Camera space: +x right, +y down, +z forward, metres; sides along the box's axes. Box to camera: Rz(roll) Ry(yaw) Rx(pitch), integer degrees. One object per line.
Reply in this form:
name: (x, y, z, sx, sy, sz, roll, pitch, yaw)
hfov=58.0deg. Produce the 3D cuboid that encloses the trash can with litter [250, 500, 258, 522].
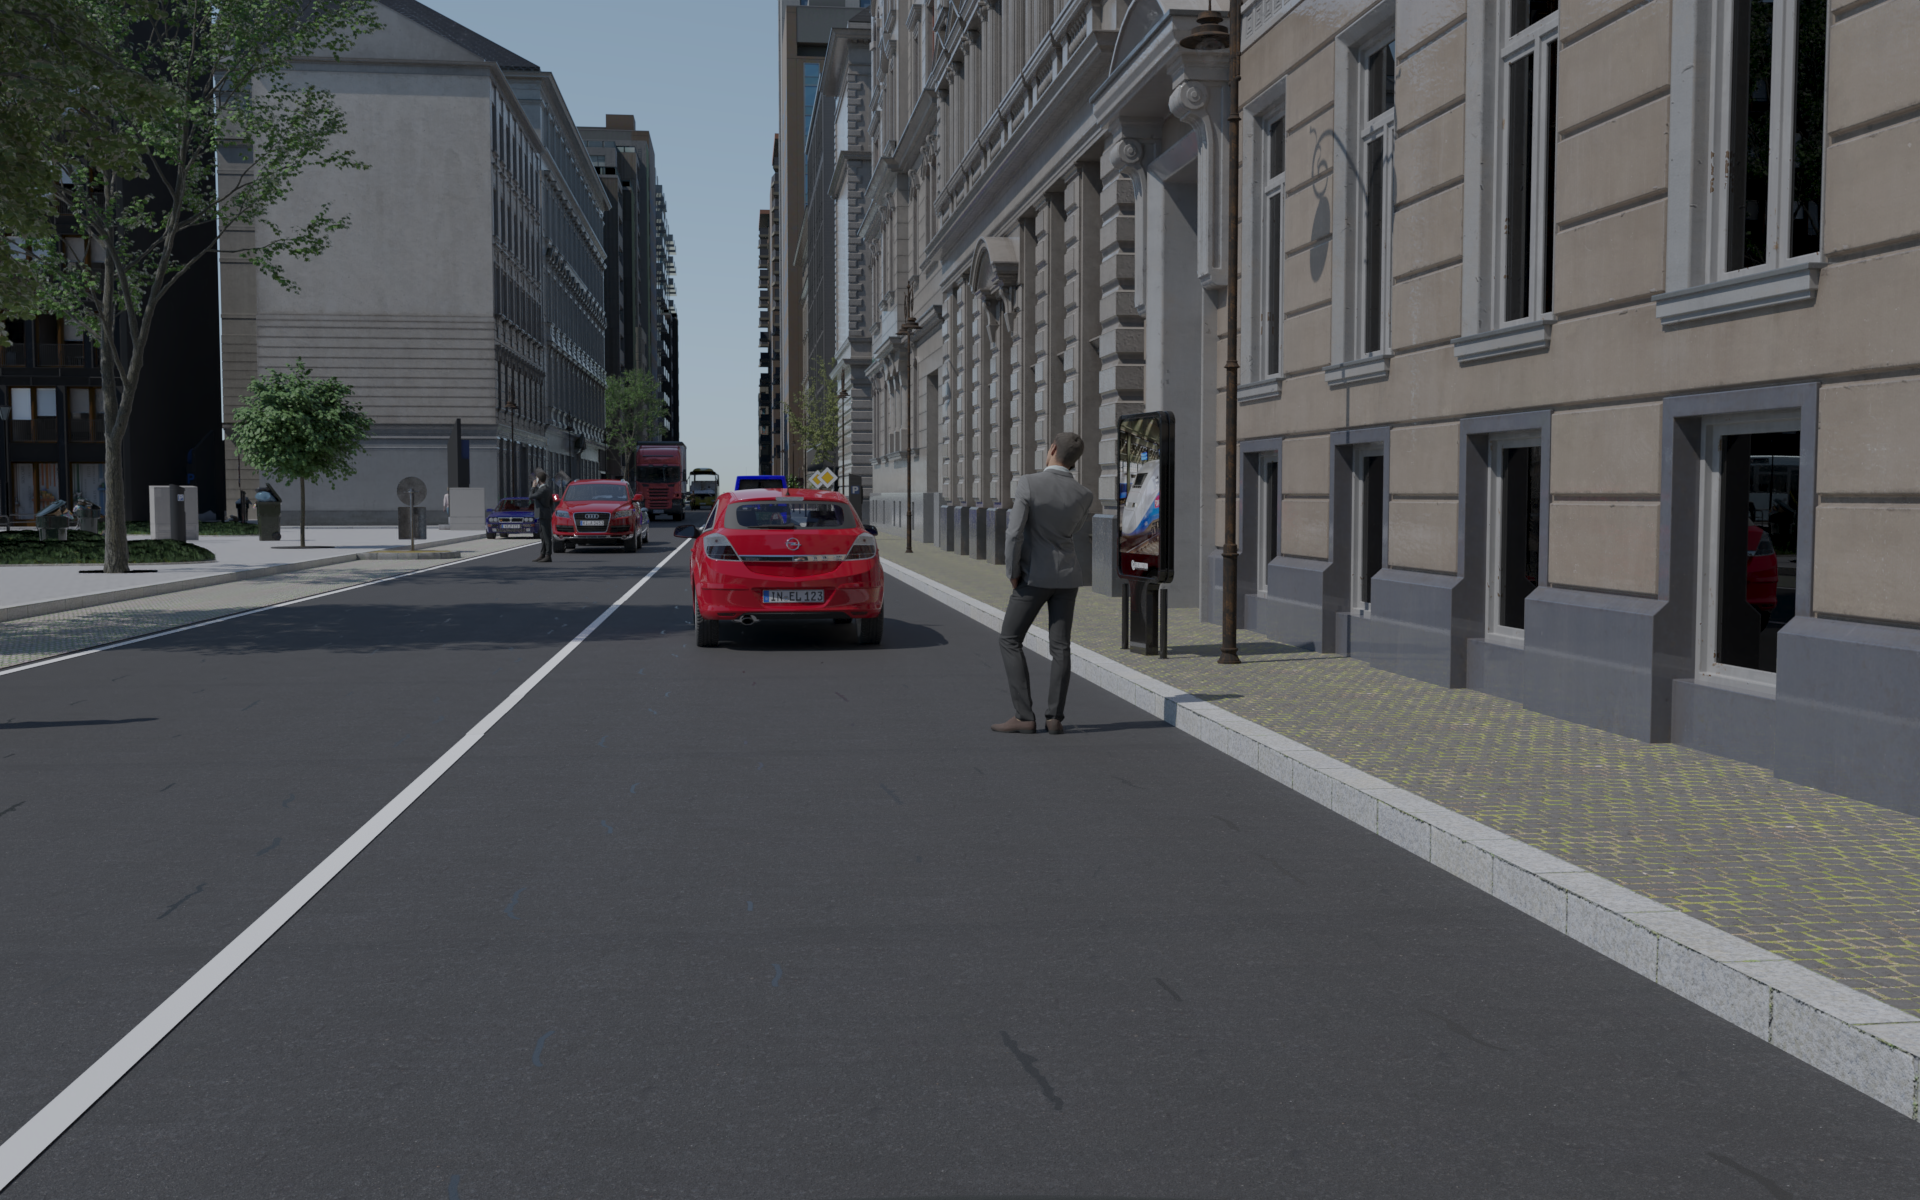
trash can with litter: (-23.802, -2.923, 59.172, 0.624, 1.170, 1.055, -1, 4, -21)

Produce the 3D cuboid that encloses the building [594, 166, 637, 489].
building: (-35.858, -23.231, 151.527, 14.160, 30.474, 14.107, 0, 4, -7)

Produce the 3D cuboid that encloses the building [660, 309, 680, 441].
building: (-50.282, -30.169, 264.956, 14.160, 30.474, 14.107, 0, 4, -7)

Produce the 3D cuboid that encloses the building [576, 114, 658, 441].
building: (-43.759, -34.122, 208.013, 14.600, 45.320, 14.200, 0, 4, -7)

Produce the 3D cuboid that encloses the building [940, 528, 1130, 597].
building: (5.466, -12.337, 30.588, 11.050, 23.489, 19.941, 0, 4, -7)

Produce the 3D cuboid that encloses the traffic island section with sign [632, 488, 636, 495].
traffic island section with sign: (-22.636, -6.830, 120.303, 1.989, 1.847, 2.006, 0, 4, -7)

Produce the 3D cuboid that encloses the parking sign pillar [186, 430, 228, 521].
parking sign pillar: (-31.676, -5.125, 72.263, 1.447, 3.967, 1.447, 1, 4, 12)

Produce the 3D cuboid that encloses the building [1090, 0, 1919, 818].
building: (9.460, -13.754, 10.782, 13.634, 28.700, 20.117, 0, 4, -7)

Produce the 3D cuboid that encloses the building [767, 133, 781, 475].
building: (-11.467, -33.895, 208.809, 22.147, 44.769, 28.867, 0, 4, -7)

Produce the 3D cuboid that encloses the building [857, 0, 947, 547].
building: (4.254, -16.220, 52.595, 14.401, 28.519, 23.554, 0, 4, -7)

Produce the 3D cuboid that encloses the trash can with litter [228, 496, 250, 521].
trash can with litter: (-33.559, -4.237, 80.670, 0.624, 1.170, 1.055, 1, 4, 21)

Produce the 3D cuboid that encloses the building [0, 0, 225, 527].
building: (-41.034, -14.834, 72.217, 15.834, 23.373, 12.332, 0, 4, -7)

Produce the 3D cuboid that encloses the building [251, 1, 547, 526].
building: (-24.521, -13.999, 78.040, 9.793, 20.994, 18.267, 0, 4, -7)

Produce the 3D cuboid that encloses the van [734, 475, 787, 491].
van: (-6.781, -3.339, 58.973, 2.240, 2.365, 5.245, 0, 4, -7)

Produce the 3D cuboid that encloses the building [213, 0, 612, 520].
building: (-31.745, -20.295, 108.242, 17.030, 29.872, 44.131, 0, 4, -7)

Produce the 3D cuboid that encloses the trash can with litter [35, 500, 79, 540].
trash can with litter: (-18.182, -1.400, 34.275, 0.624, 1.170, 1.055, 3, 5, 40)

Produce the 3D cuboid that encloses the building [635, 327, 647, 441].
building: (-45.919, -20.014, 172.273, 27.650, 21.520, 28.899, 0, 4, -7)

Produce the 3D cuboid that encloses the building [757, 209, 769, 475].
building: (-19.271, -37.126, 261.637, 22.147, 44.769, 28.867, 0, 4, -7)

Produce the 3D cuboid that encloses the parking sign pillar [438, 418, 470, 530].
parking sign pillar: (-18.045, -4.516, 62.306, 1.447, 3.967, 1.447, -2, 4, -32)

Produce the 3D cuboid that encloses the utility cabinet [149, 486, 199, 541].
utility cabinet: (-21.284, -2.339, 46.925, 0.318, 1.500, 1.173, 3, 5, 41)

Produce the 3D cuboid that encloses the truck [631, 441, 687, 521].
truck: (-16.249, -6.450, 94.373, 2.839, 4.237, 11.283, 0, 4, -8)

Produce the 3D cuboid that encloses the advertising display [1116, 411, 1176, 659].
advertising display: (1.477, -0.528, 13.852, 0.123, 1.923, 0.974, -1, 4, -15)

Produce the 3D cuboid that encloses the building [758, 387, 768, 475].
building: (-19.992, -27.357, 292.327, 27.650, 21.520, 28.899, 0, 4, -7)

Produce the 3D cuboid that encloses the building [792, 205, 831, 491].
building: (-4.276, -18.330, 132.984, 16.112, 22.955, 30.059, 0, 4, -7)

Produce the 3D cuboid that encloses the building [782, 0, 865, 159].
building: (-9.003, -31.074, 158.173, 14.600, 45.320, 14.200, 0, 4, -7)

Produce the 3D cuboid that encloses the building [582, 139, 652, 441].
building: (-42.116, -31.214, 193.936, 14.154, 41.232, 14.086, 0, 4, -7)

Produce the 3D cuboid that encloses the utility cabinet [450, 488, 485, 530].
utility cabinet: (-17.300, -3.190, 60.835, 1.173, 1.500, 0.318, -1, 4, -14)

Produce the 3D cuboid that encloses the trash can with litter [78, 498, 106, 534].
trash can with litter: (-24.409, -2.296, 48.934, 0.624, 1.170, 1.055, 2, 4, 32)

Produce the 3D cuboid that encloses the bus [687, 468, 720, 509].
bus: (-24.337, -10.611, 165.034, 2.896, 3.916, 12.252, 0, 4, -6)

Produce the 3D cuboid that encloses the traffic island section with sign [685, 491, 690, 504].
traffic island section with sign: (-42.838, -16.514, 278.627, 1.989, 1.847, 2.006, 0, 4, -7)

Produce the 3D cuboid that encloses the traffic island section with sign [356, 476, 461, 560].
traffic island section with sign: (-12.183, -1.822, 38.419, 1.989, 1.847, 2.006, 0, 4, -7)

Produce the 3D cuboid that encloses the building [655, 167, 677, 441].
building: (-52.184, -38.023, 241.285, 23.786, 49.044, 30.456, 0, 4, -7)

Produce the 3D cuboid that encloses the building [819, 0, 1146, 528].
building: (4.013, -15.183, 77.122, 19.941, 23.489, 11.050, 0, 4, -7)

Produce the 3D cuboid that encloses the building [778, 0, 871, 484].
building: (-8.152, -38.974, 179.216, 21.231, 58.520, 28.212, 0, 4, -7)

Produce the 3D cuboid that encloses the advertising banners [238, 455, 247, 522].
advertising banners: (-30.008, -4.659, 72.370, 0.090, 3.025, 2.074, -1, 4, -15)

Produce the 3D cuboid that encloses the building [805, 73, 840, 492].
building: (-1.842, -19.109, 105.941, 14.314, 27.812, 24.014, 0, 4, -7)

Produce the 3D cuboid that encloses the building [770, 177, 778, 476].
building: (-19.053, -36.015, 238.948, 14.600, 45.320, 14.200, 0, 4, -7)
